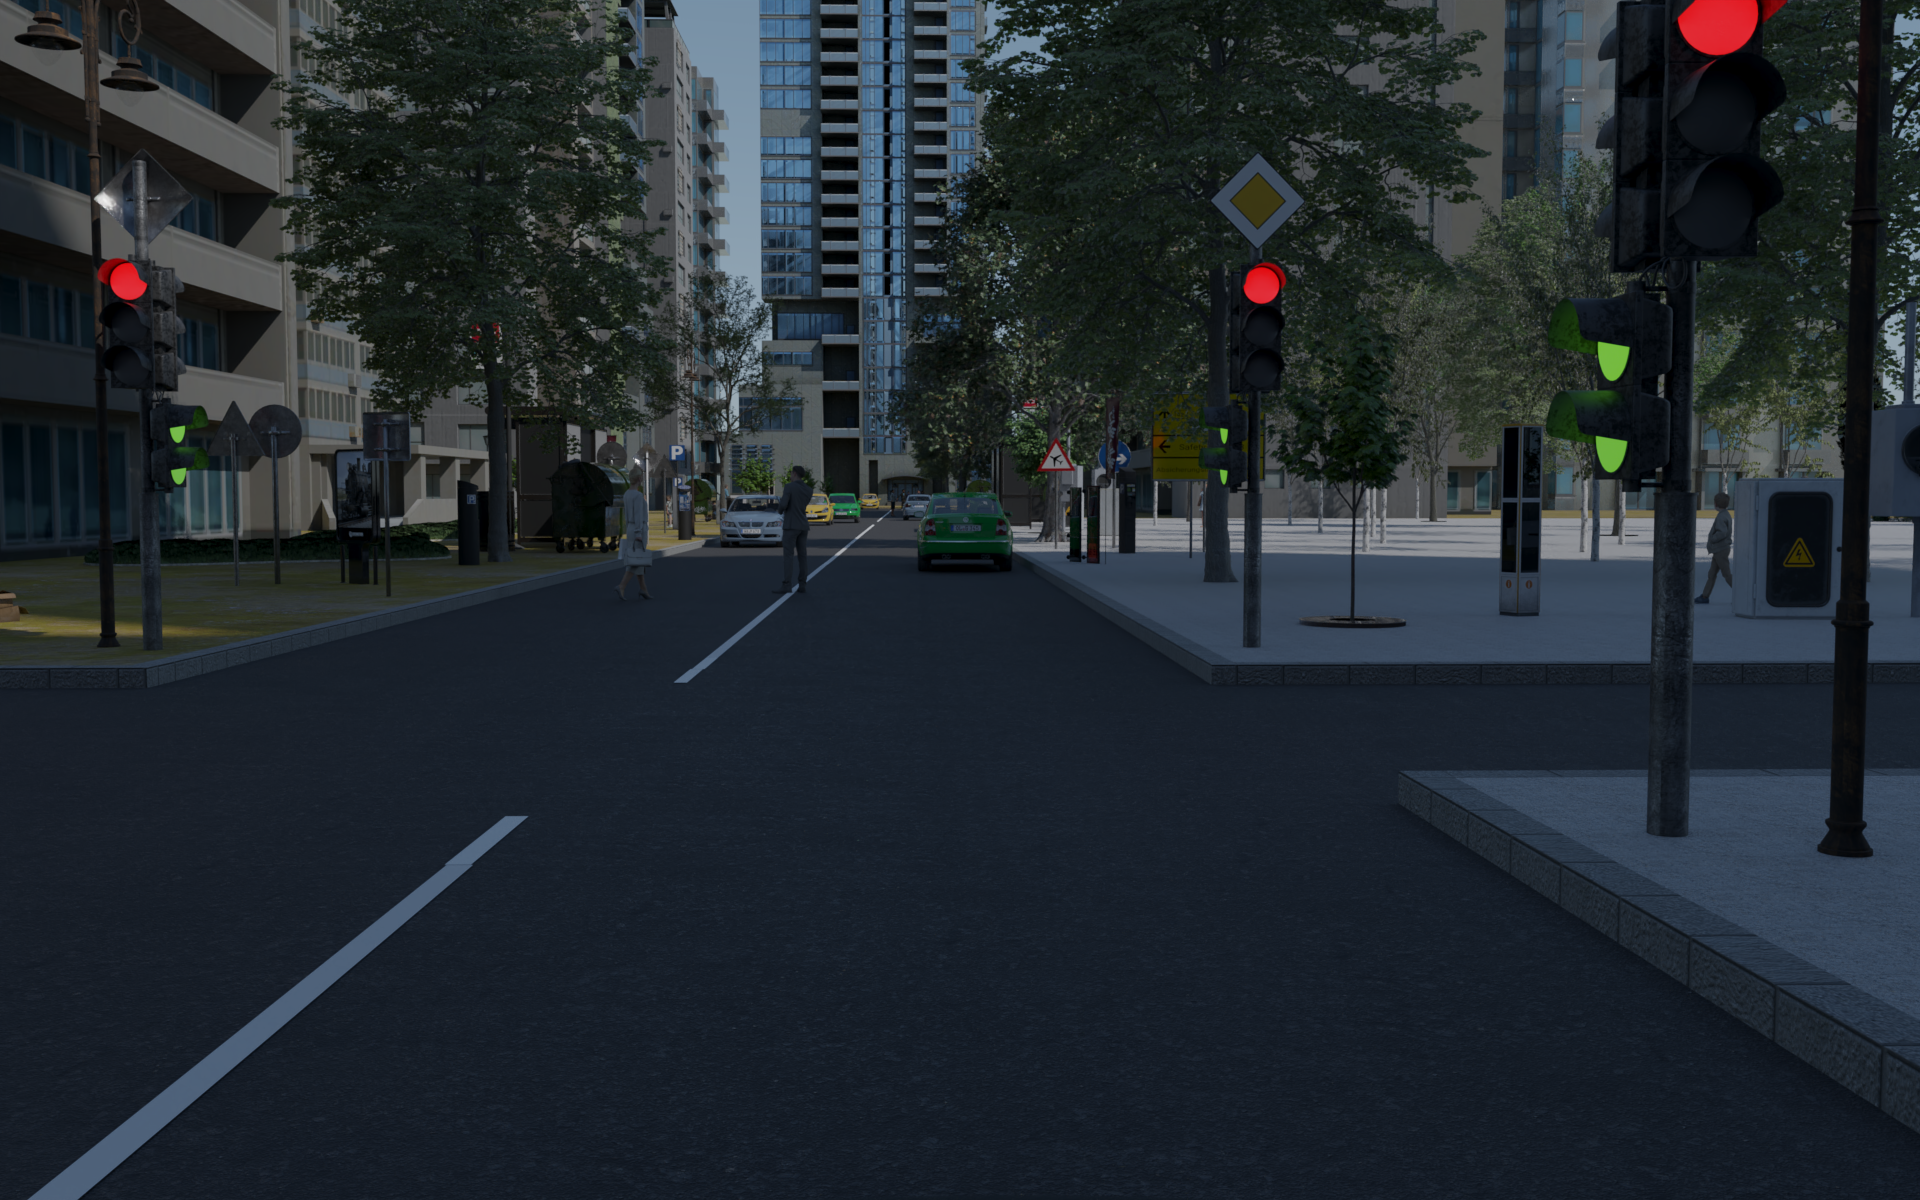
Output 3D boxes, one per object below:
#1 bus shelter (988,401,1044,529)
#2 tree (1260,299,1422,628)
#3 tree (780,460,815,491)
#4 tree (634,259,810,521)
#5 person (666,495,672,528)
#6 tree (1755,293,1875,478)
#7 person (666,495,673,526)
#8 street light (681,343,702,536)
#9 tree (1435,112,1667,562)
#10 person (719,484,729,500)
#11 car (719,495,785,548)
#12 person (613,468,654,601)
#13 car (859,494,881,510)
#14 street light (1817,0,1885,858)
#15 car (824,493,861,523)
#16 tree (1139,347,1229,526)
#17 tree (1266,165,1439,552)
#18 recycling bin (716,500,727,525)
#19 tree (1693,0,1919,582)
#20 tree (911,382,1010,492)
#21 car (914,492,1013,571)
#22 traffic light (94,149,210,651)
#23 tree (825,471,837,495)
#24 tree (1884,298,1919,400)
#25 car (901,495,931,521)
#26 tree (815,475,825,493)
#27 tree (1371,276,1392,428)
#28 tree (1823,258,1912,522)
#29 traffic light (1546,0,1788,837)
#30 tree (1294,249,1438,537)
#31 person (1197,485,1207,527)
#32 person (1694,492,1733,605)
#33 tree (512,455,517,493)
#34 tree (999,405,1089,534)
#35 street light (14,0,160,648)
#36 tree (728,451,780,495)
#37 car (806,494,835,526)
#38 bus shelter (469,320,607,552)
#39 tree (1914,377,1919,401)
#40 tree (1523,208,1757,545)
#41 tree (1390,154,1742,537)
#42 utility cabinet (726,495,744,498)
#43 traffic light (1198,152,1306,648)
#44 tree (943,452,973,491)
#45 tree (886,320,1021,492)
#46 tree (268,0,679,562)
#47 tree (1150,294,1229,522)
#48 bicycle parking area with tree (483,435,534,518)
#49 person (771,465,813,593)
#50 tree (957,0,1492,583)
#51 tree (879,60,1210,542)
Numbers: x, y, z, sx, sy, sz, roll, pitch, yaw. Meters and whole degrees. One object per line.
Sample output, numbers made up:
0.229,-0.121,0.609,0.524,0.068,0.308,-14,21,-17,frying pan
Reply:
2.158,-5.478,67.190,2.179,5.291,8.768,0,4,-2,bus shelter
3.964,-1.372,17.033,1.663,3.219,1.824,0,3,0,tree
-9.373,-6.301,97.623,1.663,3.219,1.824,0,3,0,tree
-9.826,-8.271,69.641,8.767,10.594,7.601,2,4,34,tree
-10.821,-3.594,65.801,0.522,1.701,0.512,2,4,31,person
28.112,-6.604,58.337,4.737,8.622,4.395,0,3,0,tree
-11.676,-3.612,69.789,0.332,1.250,0.352,1,4,13,person
-8.243,-4.924,53.294,0.468,5.910,1.993,0,4,-2,street light
11.860,-5.037,32.712,4.360,8.622,3.978,0,3,0,tree
-11.979,-4.998,88.097,0.601,1.785,0.444,3,5,42,person
-5.600,-2.200,47.964,2.014,1.417,4.499,0,4,-2,car
-4.420,-0.889,23.381,0.624,1.780,0.694,-2,4,-23,person
-8.303,-9.126,159.439,2.015,1.641,3.980,0,4,-2,car
3.166,-2.032,6.016,0.468,5.910,1.993,0,4,-2,street light
-5.918,-4.780,86.946,1.959,1.807,4.718,0,4,-3,car
8.825,-6.871,62.701,4.360,8.622,3.978,0,3,0,tree
9.030,-5.360,38.006,4.360,8.622,3.978,0,3,0,tree
-9.773,-3.685,72.808,0.722,1.027,0.722,2,4,23,recycling bin
13.549,-6.550,25.220,7.486,12.596,7.792,0,3,0,tree
0.322,-14.043,136.260,9.857,13.997,8.962,0,3,0,tree
0.071,-1.519,33.630,1.959,1.807,4.718,0,4,-1,car
-6.628,-1.543,14.141,0.839,4.253,0.868,0,4,-2,traffic light
-10.513,-8.889,139.938,1.663,3.219,1.824,0,3,0,tree
28.536,-6.003,48.518,4.360,8.622,3.978,0,3,0,tree
-2.223,-5.081,95.068,2.014,1.417,4.499,0,3,0,car
-9.963,-7.220,112.653,1.663,3.219,1.824,0,3,0,tree
21.853,-9.416,79.707,9.928,11.665,9.643,0,3,0,tree
50.241,-11.117,83.583,18.604,14.587,13.155,-1,4,-13,tree
2.654,-1.071,6.430,0.839,4.253,0.868,0,4,-2,traffic light
12.106,-6.188,51.542,4.737,8.622,4.395,0,3,0,tree
9.449,-3.703,66.686,0.616,1.811,0.778,3,5,43,person
8.815,-0.596,20.056,0.640,1.303,0.475,1,4,19,person
-18.097,-4.663,70.834,1.663,3.219,1.824,0,3,0,tree
2.840,-4.453,56.523,4.285,4.588,4.351,0,3,0,tree
-7.152,-2.543,14.371,0.468,5.910,1.993,0,4,-2,street light
-9.776,-5.286,81.029,1.663,3.219,1.824,0,3,0,tree
-6.753,-4.265,79.961,2.015,1.641,3.980,0,4,-2,car
-10.297,-3.979,42.692,2.179,5.291,8.768,0,4,-2,bus shelter
25.365,-6.408,39.189,8.767,10.594,7.601,-2,4,-27,tree
16.509,-5.698,43.518,4.737,8.622,4.395,0,3,0,tree
19.983,-7.742,52.331,9.928,11.665,9.643,0,3,0,tree
-9.899,-4.003,76.604,0.306,1.237,1.020,3,4,37,utility cabinet
2.429,-1.559,14.412,0.839,4.253,0.868,0,4,-2,traffic light
-0.037,-12.361,152.458,4.737,8.622,4.395,0,3,0,tree
-0.020,-12.750,118.826,12.009,13.543,11.850,0,3,0,tree
-9.174,-6.991,32.431,7.486,12.596,7.792,0,3,0,tree
10.890,-8.896,79.857,7.601,10.594,8.767,-2,4,-29,tree
-21.689,-5.856,82.754,9.016,4.147,8.231,-2,4,-25,bicycle parking area with tree
-2.461,-1.034,25.205,0.447,1.846,0.655,3,5,42,person
3.635,-6.508,24.525,7.486,12.596,7.792,0,3,0,tree
2.609,-7.895,46.085,9.611,12.733,9.660,0,3,0,tree
